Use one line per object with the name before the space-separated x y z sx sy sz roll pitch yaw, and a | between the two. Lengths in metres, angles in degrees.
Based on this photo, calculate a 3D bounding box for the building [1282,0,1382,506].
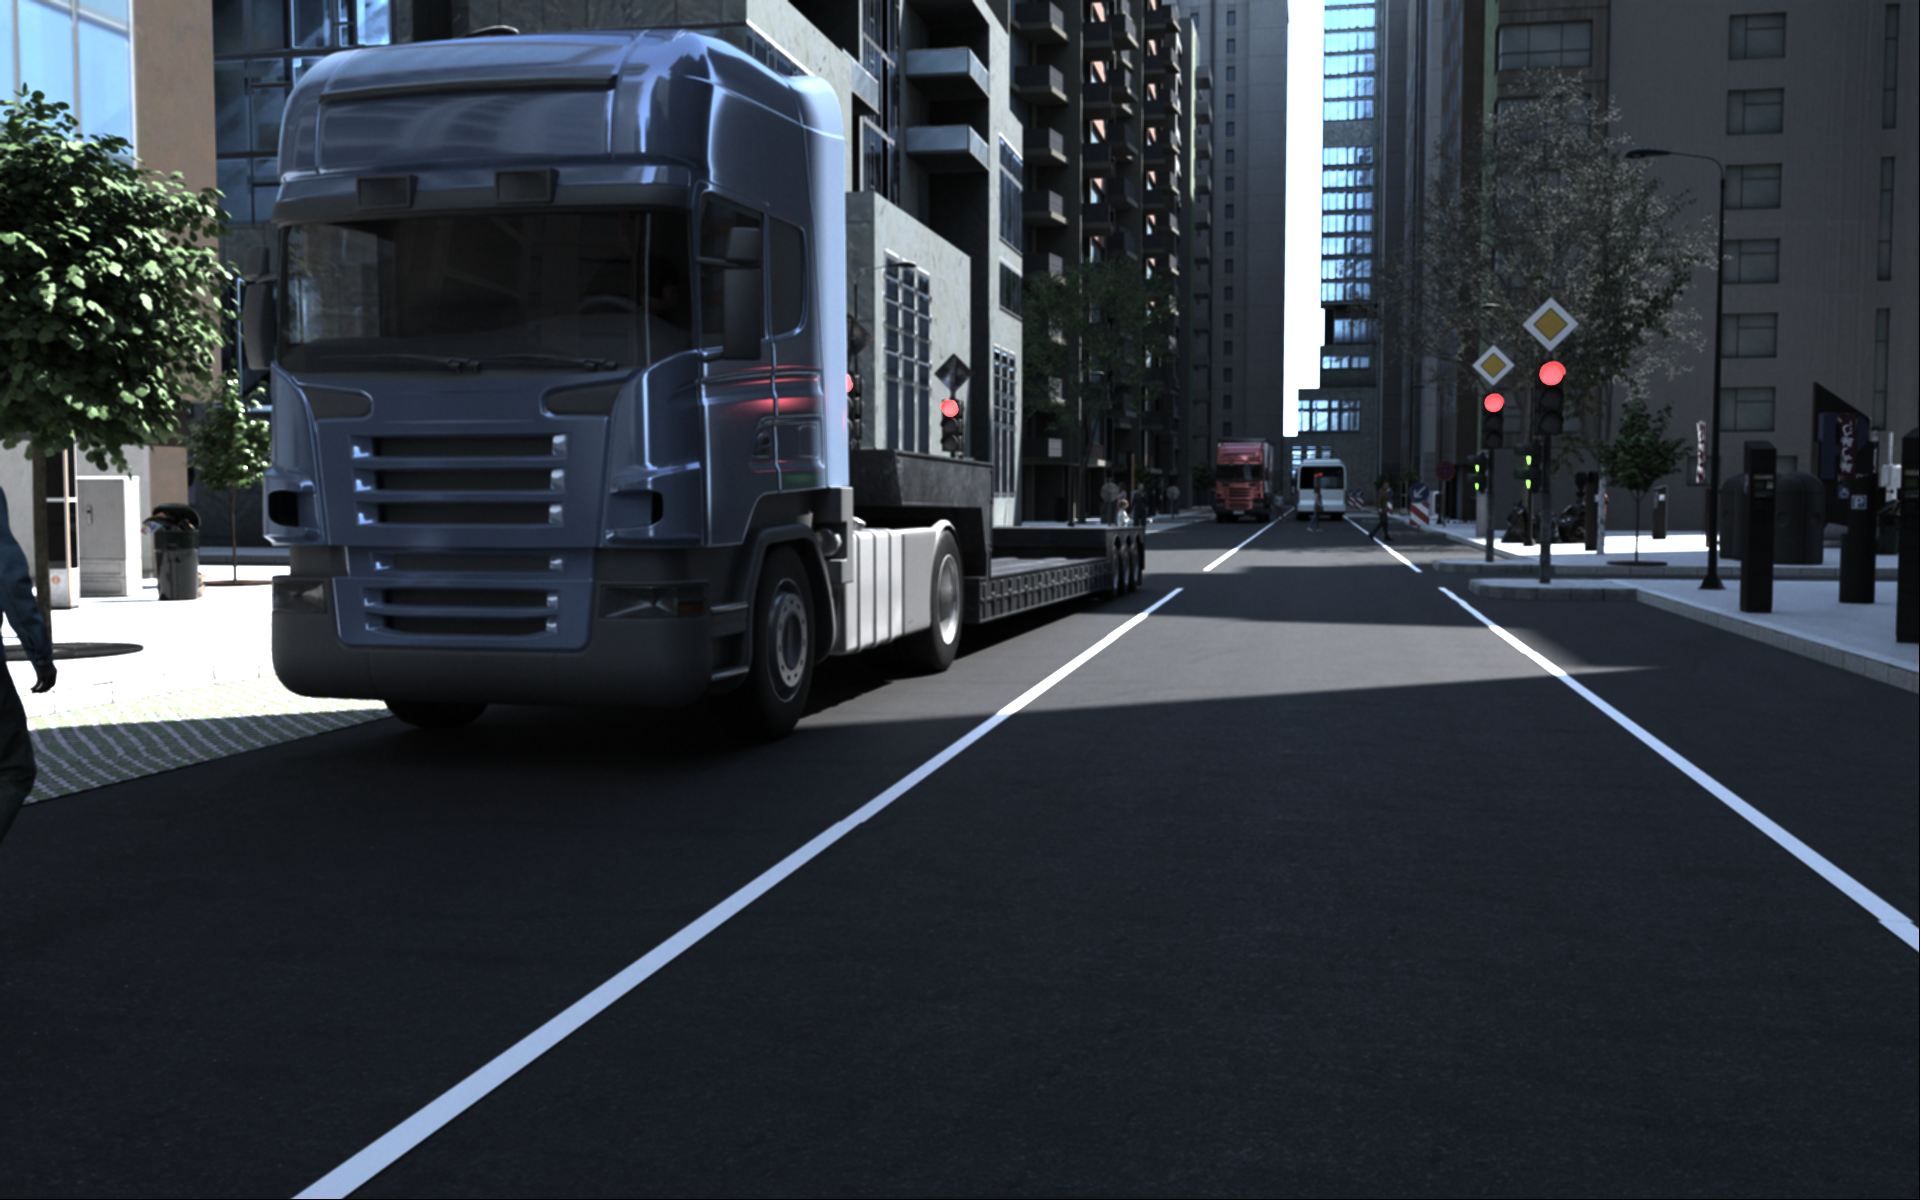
building | 53.045 -54.076 196.819 31.000 86.520 22.319 1 4 12

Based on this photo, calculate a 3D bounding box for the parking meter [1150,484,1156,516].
parking meter | 11.175 -5.811 100.718 0.399 1.863 0.255 -3 5 -43

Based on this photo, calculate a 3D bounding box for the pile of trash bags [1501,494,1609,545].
pile of trash bags | 15.554 -2.138 44.707 1.912 1.369 3.447 -1 4 -16

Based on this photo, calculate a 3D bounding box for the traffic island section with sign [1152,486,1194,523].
traffic island section with sign | 10.563 -4.707 85.589 1.989 1.847 2.006 1 4 12

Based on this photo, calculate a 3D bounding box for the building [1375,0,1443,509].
building | 50.144 -37.952 162.508 21.231 58.520 28.212 1 4 12

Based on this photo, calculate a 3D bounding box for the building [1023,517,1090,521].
building | -2.058 -26.913 94.656 22.147 44.769 28.867 1 4 12

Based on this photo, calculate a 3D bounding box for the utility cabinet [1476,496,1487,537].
utility cabinet | 15.665 -2.502 52.066 0.306 1.237 1.020 1 4 18

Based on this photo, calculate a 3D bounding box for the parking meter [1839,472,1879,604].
parking meter | 10.597 -0.735 20.424 0.372 1.533 0.369 0 3 0

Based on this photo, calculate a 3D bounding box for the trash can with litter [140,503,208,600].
trash can with litter | -9.578 -0.598 21.166 0.624 1.170 1.055 -1 4 -15

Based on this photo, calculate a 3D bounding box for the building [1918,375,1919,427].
building | 97.057 -30.714 156.796 28.867 44.769 22.147 1 4 12

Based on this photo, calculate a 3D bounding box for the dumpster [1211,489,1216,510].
dumpster | 20.701 -7.829 136.218 1.865 1.857 1.264 1 4 13

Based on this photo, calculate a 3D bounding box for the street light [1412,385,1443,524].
street light | 19.968 -6.202 73.942 1.470 5.913 1.316 1 4 12

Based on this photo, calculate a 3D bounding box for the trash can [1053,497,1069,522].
trash can | 4.632 -4.134 79.251 0.748 1.137 0.748 0 3 0

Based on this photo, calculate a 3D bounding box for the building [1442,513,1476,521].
building | 31.806 -26.714 86.879 14.600 45.320 14.200 1 4 12

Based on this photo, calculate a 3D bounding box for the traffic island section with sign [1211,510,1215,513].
traffic island section with sign | 20.548 -7.694 134.423 1.989 1.847 2.006 1 4 12

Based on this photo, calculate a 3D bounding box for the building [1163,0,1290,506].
building | 23.872 -40.415 202.778 28.212 58.520 21.231 1 4 12

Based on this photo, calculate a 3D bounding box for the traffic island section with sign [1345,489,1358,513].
traffic island section with sign | 30.411 -7.573 132.451 1.989 1.847 2.006 1 4 12

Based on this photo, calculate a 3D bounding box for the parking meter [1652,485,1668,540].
parking meter | 19.808 -2.484 49.020 0.372 1.533 0.369 0 3 0

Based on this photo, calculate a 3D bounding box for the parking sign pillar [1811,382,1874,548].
parking sign pillar | 21.168 -3.247 41.560 1.447 3.967 1.447 0 4 3

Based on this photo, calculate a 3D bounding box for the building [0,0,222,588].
building | -19.883 -22.658 20.571 14.200 45.320 14.600 1 4 12

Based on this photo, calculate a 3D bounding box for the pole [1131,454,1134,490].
pole | 8.736 -5.732 87.566 0.158 3.312 0.155 0 3 0

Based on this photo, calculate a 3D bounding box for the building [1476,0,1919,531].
building | 26.996 -23.354 65.426 14.154 41.232 14.086 1 4 12

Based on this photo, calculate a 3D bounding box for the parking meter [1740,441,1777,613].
parking meter | 8.661 -0.800 18.794 0.255 1.863 0.399 1 4 11

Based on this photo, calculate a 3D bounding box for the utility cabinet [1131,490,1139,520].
utility cabinet | 8.769 -4.753 86.389 0.318 1.500 1.173 1 4 17

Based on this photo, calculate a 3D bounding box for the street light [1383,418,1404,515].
street light | 26.457 -8.142 105.667 1.470 5.913 1.316 1 4 12

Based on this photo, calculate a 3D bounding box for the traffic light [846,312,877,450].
traffic light | -1.722 -2.318 26.817 0.839 4.253 0.868 1 4 12

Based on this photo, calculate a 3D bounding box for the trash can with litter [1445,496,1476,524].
trash can with litter | 22.102 -3.970 75.963 2.233 1.210 1.678 1 4 20

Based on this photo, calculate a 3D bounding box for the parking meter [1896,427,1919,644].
parking meter | 8.288 -0.564 14.939 0.255 1.863 0.399 3 5 44

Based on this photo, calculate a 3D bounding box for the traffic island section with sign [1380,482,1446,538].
traffic island section with sign | 15.195 -3.013 57.883 1.989 1.847 2.006 1 4 12

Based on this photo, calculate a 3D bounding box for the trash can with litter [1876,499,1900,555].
trash can with litter | 19.338 -1.542 36.604 1.055 1.170 0.624 0 4 7

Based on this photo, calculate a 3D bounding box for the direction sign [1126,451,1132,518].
direction sign | 8.878 -6.062 91.117 0.379 3.537 0.876 -1 4 -11

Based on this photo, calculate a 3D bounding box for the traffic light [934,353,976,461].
traffic light | -0.123 -2.796 34.641 0.839 4.253 0.868 1 4 12

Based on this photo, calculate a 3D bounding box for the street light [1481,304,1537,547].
street light | 13.438 -4.273 42.406 1.470 5.913 1.316 1 4 12

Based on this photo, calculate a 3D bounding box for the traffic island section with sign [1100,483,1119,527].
traffic island section with sign | 5.102 -3.070 58.823 1.989 1.847 2.006 1 4 12

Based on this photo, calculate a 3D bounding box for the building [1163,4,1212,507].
building | 9.432 -33.860 173.213 30.456 49.044 23.786 1 4 12

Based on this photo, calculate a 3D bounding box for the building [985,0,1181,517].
building | 4.185 -28.791 125.352 22.147 44.769 28.867 1 4 12

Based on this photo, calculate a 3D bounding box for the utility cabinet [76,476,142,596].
utility cabinet | -10.884 -0.796 21.687 1.173 1.500 0.318 1 4 11

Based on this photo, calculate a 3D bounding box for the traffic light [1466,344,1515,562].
traffic light | 9.983 -2.672 32.600 0.839 4.253 0.868 1 4 12

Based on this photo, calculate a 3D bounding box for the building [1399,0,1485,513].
building | 43.971 -30.102 142.280 14.600 45.320 14.200 1 4 12

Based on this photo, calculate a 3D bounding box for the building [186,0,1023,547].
building | -9.654 -45.217 51.966 22.319 86.520 31.000 1 4 12

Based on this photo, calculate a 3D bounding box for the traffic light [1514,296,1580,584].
traffic light | 8.385 -2.193 24.776 0.839 4.253 0.868 1 4 12

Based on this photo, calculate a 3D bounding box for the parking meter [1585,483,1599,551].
parking meter | 14.339 -1.881 39.164 0.372 1.533 0.369 0 3 0

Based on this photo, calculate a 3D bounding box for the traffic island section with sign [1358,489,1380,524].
traffic island section with sign | 20.587 -4.631 84.350 1.989 1.847 2.006 1 4 12

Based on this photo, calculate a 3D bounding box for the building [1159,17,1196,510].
building | 12.167 -28.264 145.713 14.154 41.232 14.086 1 4 12
